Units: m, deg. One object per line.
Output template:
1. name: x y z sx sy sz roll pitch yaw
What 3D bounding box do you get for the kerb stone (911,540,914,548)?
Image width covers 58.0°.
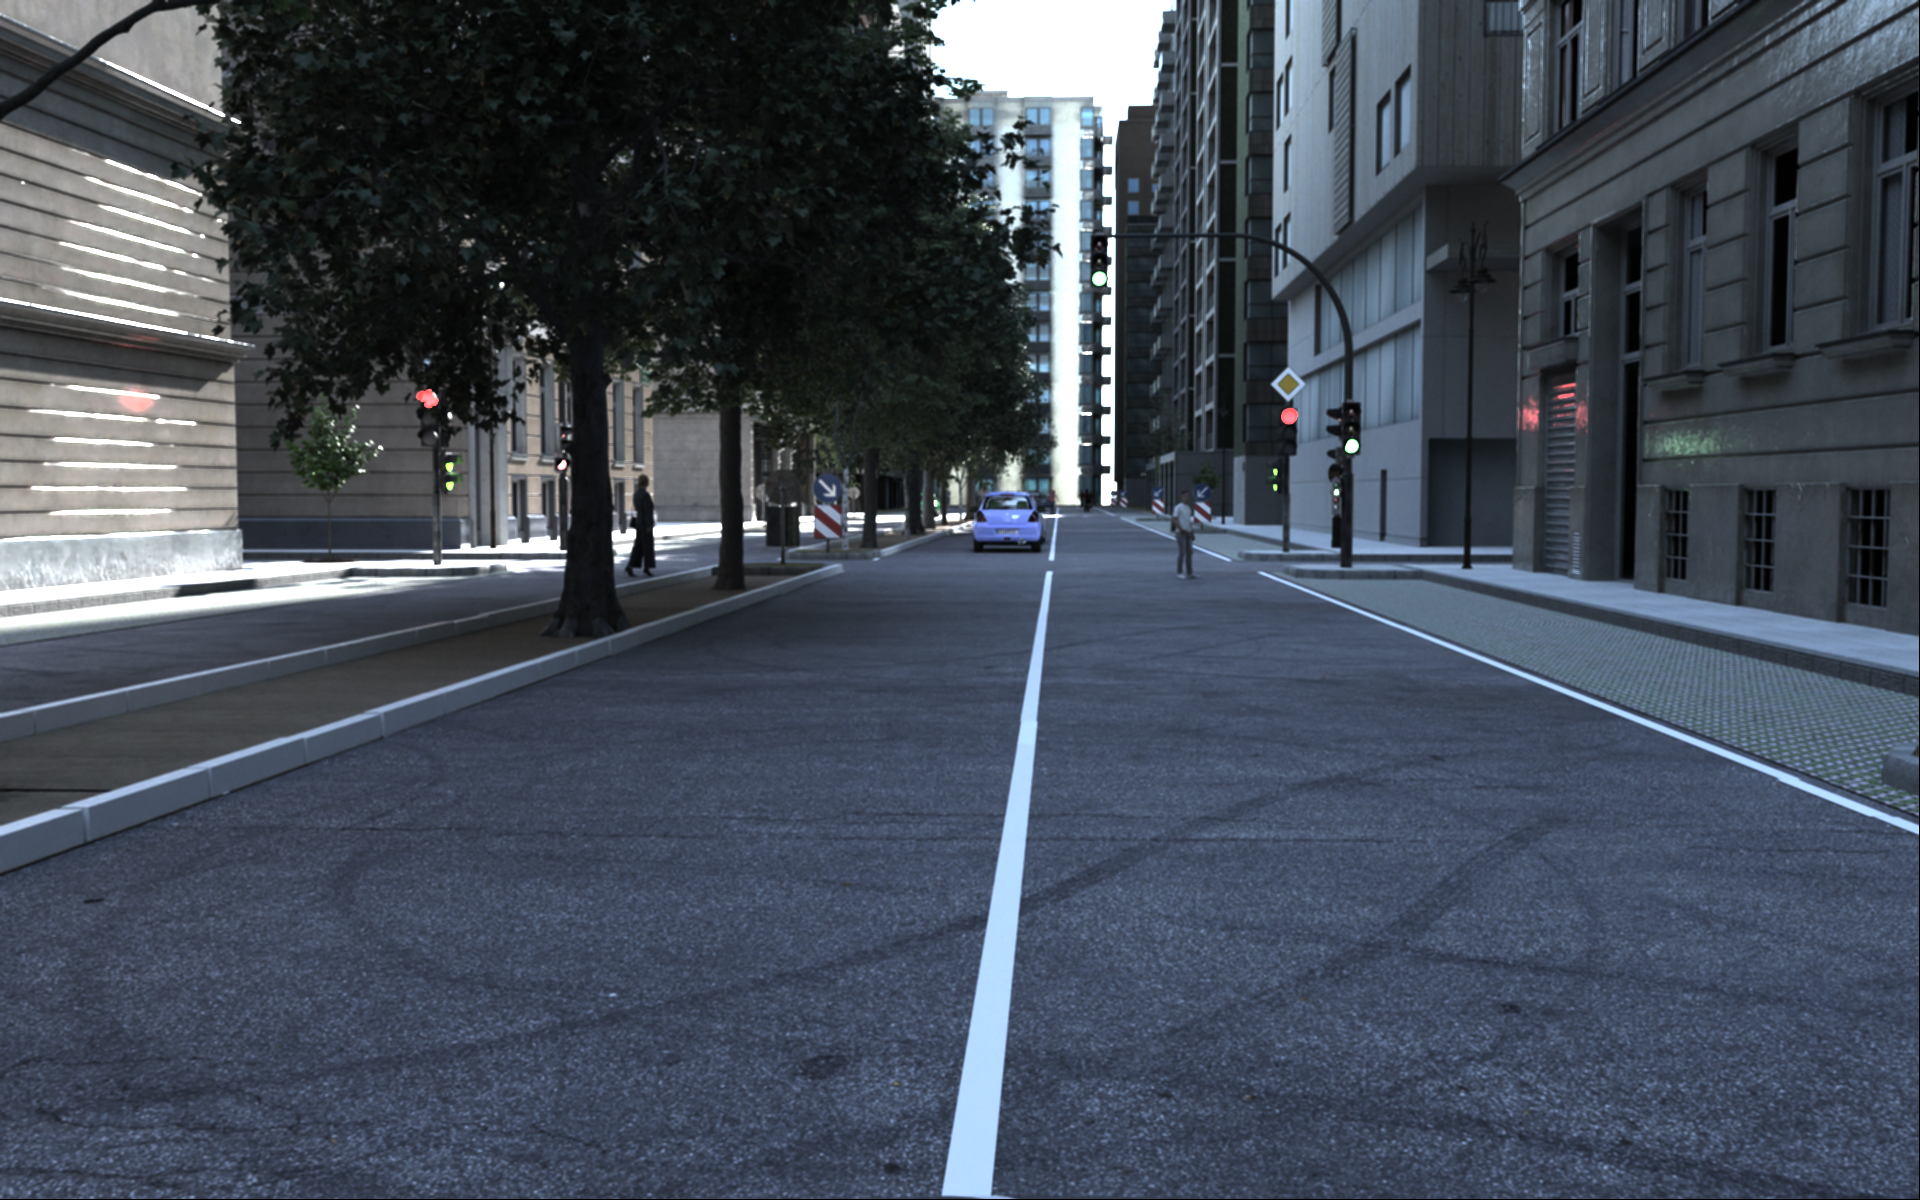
1. kerb stone: -1.386 -1.455 45.992 0.120 0.150 1.000 0 4 3

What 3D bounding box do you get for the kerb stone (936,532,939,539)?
1. kerb stone: -0.854 -2.020 55.219 0.120 0.150 1.000 0 4 3

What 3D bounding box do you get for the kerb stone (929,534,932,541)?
1. kerb stone: -1.030 -1.832 52.146 0.120 0.150 1.000 0 4 3

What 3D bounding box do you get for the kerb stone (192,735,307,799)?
1. kerb stone: -3.542 0.830 8.627 0.120 0.150 1.000 0 4 3

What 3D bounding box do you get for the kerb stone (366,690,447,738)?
1. kerb stone: -3.418 0.704 10.682 0.120 0.150 1.000 0 4 3

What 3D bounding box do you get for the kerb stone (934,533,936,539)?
1. kerb stone: -0.920 -1.957 54.199 0.120 0.150 1.000 0 4 3

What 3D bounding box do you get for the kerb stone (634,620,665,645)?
1. kerb stone: -3.066 0.328 16.831 0.120 0.150 1.000 0 4 3

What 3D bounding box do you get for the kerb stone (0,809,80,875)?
1. kerb stone: -3.665 0.959 6.572 0.120 0.150 1.000 0 4 3

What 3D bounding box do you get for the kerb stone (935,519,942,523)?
1. kerb stone: -1.068 -4.031 88.104 0.120 0.150 1.000 0 4 3

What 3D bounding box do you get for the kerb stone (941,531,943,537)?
1. kerb stone: -0.735 -2.145 57.271 0.120 0.150 1.000 0 4 3

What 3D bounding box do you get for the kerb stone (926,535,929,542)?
1. kerb stone: -1.094 -1.769 51.126 0.120 0.150 1.000 0 4 3

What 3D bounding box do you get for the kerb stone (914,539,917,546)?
1. kerb stone: -1.341 -1.518 47.013 0.120 0.150 1.000 0 4 3

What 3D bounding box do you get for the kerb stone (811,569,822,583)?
1. kerb stone: -2.416 -0.361 28.099 0.120 0.150 1.000 0 4 3

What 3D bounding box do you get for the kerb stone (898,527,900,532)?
1. kerb stone: -2.420 -2.590 64.534 0.120 0.150 1.000 0 4 3

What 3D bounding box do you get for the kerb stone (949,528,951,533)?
1. kerb stone: -0.499 -2.396 61.363 0.120 0.150 1.000 0 4 3

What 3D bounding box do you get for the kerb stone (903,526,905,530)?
1. kerb stone: -2.308 -2.711 66.582 0.120 0.150 1.000 0 4 3

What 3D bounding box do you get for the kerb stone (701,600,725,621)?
1. kerb stone: -2.891 0.140 19.903 0.120 0.150 1.000 0 4 3

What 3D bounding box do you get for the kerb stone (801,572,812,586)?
1. kerb stone: -2.480 -0.298 27.071 0.120 0.150 1.000 0 4 3

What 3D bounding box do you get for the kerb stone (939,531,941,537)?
1. kerb stone: -0.793 -2.081 56.249 0.120 0.150 1.000 0 4 3

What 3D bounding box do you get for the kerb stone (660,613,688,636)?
1. kerb stone: -3.003 0.265 17.857 0.120 0.150 1.000 0 4 3

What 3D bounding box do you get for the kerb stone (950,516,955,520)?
1. kerb stone: -0.534 -4.590 97.306 0.120 0.150 1.000 0 4 3

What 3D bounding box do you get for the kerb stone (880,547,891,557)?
1. kerb stone: -1.748 -1.080 39.852 0.120 0.150 1.000 0 4 3

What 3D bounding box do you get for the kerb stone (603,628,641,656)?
1. kerb stone: -3.119 0.394 15.805 0.120 0.150 1.000 0 4 3

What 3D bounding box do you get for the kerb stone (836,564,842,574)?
1. kerb stone: -2.238 -0.547 31.169 0.120 0.150 1.000 0 4 3

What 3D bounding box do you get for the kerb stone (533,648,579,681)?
1. kerb stone: -3.247 0.522 13.753 0.120 0.150 1.000 0 4 3

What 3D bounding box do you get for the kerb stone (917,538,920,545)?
1. kerb stone: -1.272 -1.581 48.040 0.120 0.150 1.000 0 4 3

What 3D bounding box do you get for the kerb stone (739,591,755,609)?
1. kerb stone: -2.773 0.017 21.951 0.120 0.150 1.000 0 4 3

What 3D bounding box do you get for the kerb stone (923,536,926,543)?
1. kerb stone: -1.150 -1.707 50.103 0.120 0.150 1.000 0 4 3

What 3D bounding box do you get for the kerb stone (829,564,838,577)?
1. kerb stone: -2.297 -0.486 30.144 0.120 0.150 1.000 0 4 3

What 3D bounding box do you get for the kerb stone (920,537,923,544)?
1. kerb stone: -1.211 -1.644 49.071 0.120 0.150 1.000 0 4 3

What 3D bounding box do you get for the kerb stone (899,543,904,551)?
1. kerb stone: -1.566 -1.268 42.928 0.120 0.150 1.000 0 4 3

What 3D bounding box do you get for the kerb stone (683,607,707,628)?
1. kerb stone: -2.950 0.207 18.883 0.120 0.150 1.000 0 4 3

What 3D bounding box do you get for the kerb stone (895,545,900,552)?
1. kerb stone: -1.626 -1.203 41.907 0.120 0.150 1.000 0 4 3

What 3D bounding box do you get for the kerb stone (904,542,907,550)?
1. kerb stone: -1.504 -1.330 43.948 0.120 0.150 1.000 0 4 3

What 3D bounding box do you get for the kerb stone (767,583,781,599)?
1. kerb stone: -2.656 -0.105 23.999 0.120 0.150 1.000 0 4 3

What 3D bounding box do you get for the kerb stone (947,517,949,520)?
1. kerb stone: -0.824 -4.280 92.194 0.120 0.150 1.000 0 4 3

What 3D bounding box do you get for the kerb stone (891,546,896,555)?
1. kerb stone: -1.682 -1.143 40.886 0.120 0.150 1.000 0 4 3

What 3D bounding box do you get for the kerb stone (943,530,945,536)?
1. kerb stone: -0.682 -2.208 58.292 0.120 0.150 1.000 0 4 3

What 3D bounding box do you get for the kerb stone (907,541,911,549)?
1. kerb stone: -1.450 -1.393 44.969 0.120 0.150 1.000 0 4 3

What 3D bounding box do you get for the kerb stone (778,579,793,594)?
1. kerb stone: -2.590 -0.173 25.030 0.120 0.150 1.000 0 4 3

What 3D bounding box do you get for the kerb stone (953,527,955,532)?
1. kerb stone: -0.382 -2.521 63.413 0.120 0.150 1.000 0 4 3

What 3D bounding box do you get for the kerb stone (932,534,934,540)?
1. kerb stone: -0.978 -1.893 53.173 0.120 0.150 1.000 0 4 3

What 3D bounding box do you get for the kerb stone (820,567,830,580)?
1. kerb stone: -2.359 -0.423 29.119 0.120 0.150 1.000 0 4 3

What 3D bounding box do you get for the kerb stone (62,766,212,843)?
1. kerb stone: -3.603 0.894 7.607 0.120 0.150 1.000 0 4 3

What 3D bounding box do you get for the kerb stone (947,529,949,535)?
1. kerb stone: -0.554 -2.327 60.341 0.120 0.150 1.000 0 4 3

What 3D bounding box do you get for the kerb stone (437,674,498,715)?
1. kerb stone: -3.359 0.643 11.702 0.120 0.150 1.000 0 4 3

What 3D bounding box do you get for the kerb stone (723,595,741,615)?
1. kerb stone: -2.828 0.079 20.931 0.120 0.150 1.000 0 4 3

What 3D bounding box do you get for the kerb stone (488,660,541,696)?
1. kerb stone: -3.306 0.582 12.733 0.120 0.150 1.000 0 4 3

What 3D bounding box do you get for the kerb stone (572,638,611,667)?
1. kerb stone: -3.186 0.460 14.779 0.120 0.150 1.000 0 4 3

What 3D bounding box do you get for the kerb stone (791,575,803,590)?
1. kerb stone: -2.533 -0.234 26.050 0.120 0.150 1.000 0 4 3

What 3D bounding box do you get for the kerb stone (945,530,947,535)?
1. kerb stone: -0.619 -2.270 59.320 0.120 0.150 1.000 0 4 3

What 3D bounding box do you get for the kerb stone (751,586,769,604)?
1. kerb stone: -2.717 -0.048 22.973 0.120 0.150 1.000 0 4 3

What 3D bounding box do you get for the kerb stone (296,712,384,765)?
1. kerb stone: -3.481 0.774 9.651 0.120 0.150 1.000 0 4 3

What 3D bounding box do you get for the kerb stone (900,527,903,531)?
1. kerb stone: -2.363 -2.652 65.555 0.120 0.150 1.000 0 4 3

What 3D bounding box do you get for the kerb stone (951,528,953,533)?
1. kerb stone: -0.450 -2.457 62.394 0.120 0.150 1.000 0 4 3
